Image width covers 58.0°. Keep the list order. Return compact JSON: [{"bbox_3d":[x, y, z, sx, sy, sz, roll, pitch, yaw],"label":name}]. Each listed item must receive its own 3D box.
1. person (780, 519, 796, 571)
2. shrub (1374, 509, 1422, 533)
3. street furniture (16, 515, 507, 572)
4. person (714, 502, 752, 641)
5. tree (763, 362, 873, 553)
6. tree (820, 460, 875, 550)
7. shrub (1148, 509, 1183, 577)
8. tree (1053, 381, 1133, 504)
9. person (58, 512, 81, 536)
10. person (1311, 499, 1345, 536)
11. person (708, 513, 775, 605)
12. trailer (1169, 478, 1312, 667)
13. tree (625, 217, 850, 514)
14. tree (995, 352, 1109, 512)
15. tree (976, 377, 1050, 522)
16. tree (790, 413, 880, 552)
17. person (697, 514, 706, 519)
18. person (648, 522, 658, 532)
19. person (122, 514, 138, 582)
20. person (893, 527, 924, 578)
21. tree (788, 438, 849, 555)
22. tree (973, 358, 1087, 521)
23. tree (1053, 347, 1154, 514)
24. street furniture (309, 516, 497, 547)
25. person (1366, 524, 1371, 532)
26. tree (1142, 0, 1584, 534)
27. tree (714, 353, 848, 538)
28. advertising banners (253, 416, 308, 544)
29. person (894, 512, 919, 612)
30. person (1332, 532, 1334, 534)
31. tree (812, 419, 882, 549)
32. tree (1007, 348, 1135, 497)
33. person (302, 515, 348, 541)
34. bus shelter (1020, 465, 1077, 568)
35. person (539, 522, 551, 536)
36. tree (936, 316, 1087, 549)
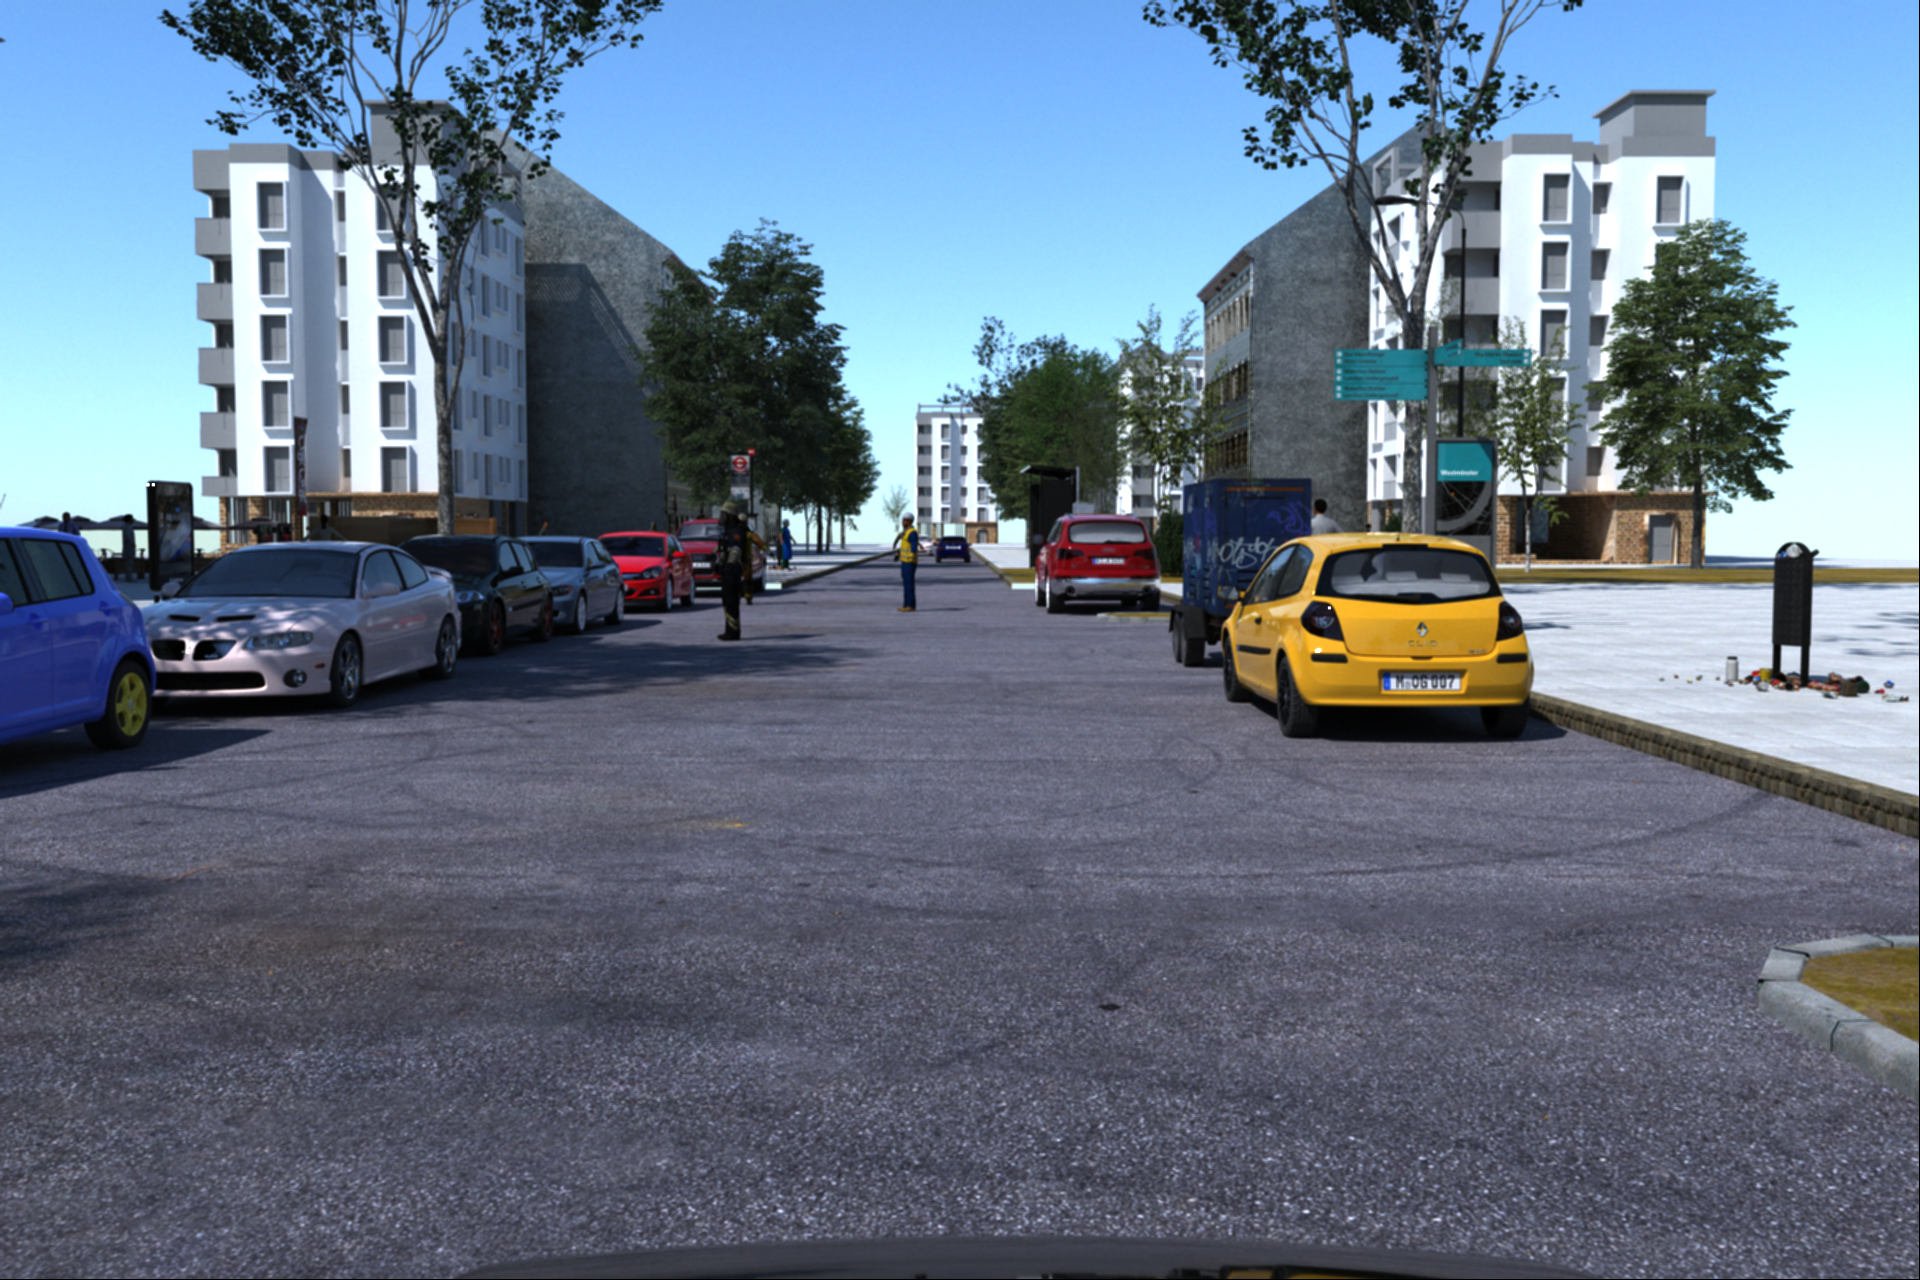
[{"bbox_3d":[-6.093,-3.352,60.926,0.704,1.817,1.347,1,4,16],"label":"person"},{"bbox_3d":[14.073,-3.159,55.695,1.661,2.075,1.752,0,3,0],"label":"shrub"},{"bbox_3d":[-30.790,-3.367,60.078,27.439,1.986,14.083,0,4,4],"label":"street furniture"},{"bbox_3d":[-3.124,-0.926,23.374,0.705,1.856,1.354,-1,4,-15],"label":"person"},{"bbox_3d":[-9.708,-12.003,114.376,7.486,12.596,7.792,0,3,0],"label":"tree"},{"bbox_3d":[-9.082,-11.534,138.939,4.737,8.622,4.395,0,3,0],"label":"tree"},{"bbox_3d":[6.358,-2.909,51.606,1.661,2.075,1.752,0,3,0],"label":"shrub"},{"bbox_3d":[6.163,-8.168,83.904,4.360,8.622,3.978,0,3,0],"label":"tree"},{"bbox_3d":[-22.897,-2.349,44.312,0.709,1.838,0.599,0,4,4],"label":"person"},{"bbox_3d":[5.452,-1.234,26.331,1.344,1.810,0.704,-1,4,-12],"label":"person"},{"bbox_3d":[-4.408,-1.642,35.073,1.354,1.858,0.705,0,4,2],"label":"person"},{"bbox_3d":[3.115,-0.775,19.727,1.471,1.999,3.904,0,4,0],"label":"trailer"},{"bbox_3d":[-9.060,-10.073,71.356,9.857,13.997,8.962,0,3,0],"label":"tree"},{"bbox_3d":[5.806,-11.615,108.028,7.486,12.596,7.792,0,3,0],"label":"tree"},{"bbox_3d":[5.931,-14.148,137.979,9.857,13.997,8.962,0,3,0],"label":"tree"},{"bbox_3d":[-9.349,-11.728,126.170,7.601,10.594,8.767,-1,4,-14],"label":"tree"},{"bbox_3d":[-7.293,-2.635,49.018,0.705,1.837,1.347,0,4,6],"label":"person"},{"bbox_3d":[-13.476,-4.292,76.295,0.705,1.813,1.348,3,4,36],"label":"person"},{"bbox_3d":[-22.047,-2.437,46.037,0.705,1.806,1.347,-2,4,-27],"label":"person"},{"bbox_3d":[-1.737,-2.948,56.779,1.348,1.813,0.705,3,5,40],"label":"person"},{"bbox_3d":[-9.597,-9.537,106.291,4.360,8.622,3.978,0,3,0],"label":"tree"},{"bbox_3d":[5.548,-13.469,126.878,9.857,13.997,8.962,0,3,0],"label":"tree"},{"bbox_3d":[5.408,-7.264,69.132,4.360,8.622,3.978,0,3,0],"label":"tree"},{"bbox_3d":[-16.171,-2.469,47.216,11.010,1.723,9.812,-1,4,-18],"label":"street furniture"},{"bbox_3d":[18.102,-4.257,76.329,0.721,1.740,1.216,1,4,19],"label":"person"},{"bbox_3d":[8.126,-10.988,35.537,12.611,20.169,13.585,0,3,0],"label":"tree"},{"bbox_3d":[-9.601,-9.514,89.963,8.767,10.594,7.601,1,4,18],"label":"tree"},{"bbox_3d":[-9.883,-1.781,25.311,0.090,3.025,2.074,0,3,0],"label":"advertising banners"},{"bbox_3d":[-0.982,-1.451,32.144,0.705,1.833,1.349,-1,4,-14],"label":"person"},{"bbox_3d":[7.779,-1.593,35.315,0.697,1.427,0.421,-1,4,-11],"label":"person"},{"bbox_3d":[-10.075,-13.565,147.546,9.928,11.665,9.643,0,3,0],"label":"tree"},{"bbox_3d":[6.219,-10.418,96.086,9.928,11.665,9.643,0,3,0],"label":"tree"},{"bbox_3d":[-14.668,-2.029,40.012,1.217,1.735,0.721,-1,4,-18],"label":"person"},{"bbox_3d":[3.167,-4.315,61.830,1.731,3.624,6.357,0,4,-1],"label":"bus shelter"},{"bbox_3d":[-17.302,-4.043,72.377,0.705,1.796,1.348,1,4,15],"label":"person"},{"bbox_3d":[4.832,-18.076,151.431,12.611,20.169,13.585,0,3,0],"label":"tree"}]
